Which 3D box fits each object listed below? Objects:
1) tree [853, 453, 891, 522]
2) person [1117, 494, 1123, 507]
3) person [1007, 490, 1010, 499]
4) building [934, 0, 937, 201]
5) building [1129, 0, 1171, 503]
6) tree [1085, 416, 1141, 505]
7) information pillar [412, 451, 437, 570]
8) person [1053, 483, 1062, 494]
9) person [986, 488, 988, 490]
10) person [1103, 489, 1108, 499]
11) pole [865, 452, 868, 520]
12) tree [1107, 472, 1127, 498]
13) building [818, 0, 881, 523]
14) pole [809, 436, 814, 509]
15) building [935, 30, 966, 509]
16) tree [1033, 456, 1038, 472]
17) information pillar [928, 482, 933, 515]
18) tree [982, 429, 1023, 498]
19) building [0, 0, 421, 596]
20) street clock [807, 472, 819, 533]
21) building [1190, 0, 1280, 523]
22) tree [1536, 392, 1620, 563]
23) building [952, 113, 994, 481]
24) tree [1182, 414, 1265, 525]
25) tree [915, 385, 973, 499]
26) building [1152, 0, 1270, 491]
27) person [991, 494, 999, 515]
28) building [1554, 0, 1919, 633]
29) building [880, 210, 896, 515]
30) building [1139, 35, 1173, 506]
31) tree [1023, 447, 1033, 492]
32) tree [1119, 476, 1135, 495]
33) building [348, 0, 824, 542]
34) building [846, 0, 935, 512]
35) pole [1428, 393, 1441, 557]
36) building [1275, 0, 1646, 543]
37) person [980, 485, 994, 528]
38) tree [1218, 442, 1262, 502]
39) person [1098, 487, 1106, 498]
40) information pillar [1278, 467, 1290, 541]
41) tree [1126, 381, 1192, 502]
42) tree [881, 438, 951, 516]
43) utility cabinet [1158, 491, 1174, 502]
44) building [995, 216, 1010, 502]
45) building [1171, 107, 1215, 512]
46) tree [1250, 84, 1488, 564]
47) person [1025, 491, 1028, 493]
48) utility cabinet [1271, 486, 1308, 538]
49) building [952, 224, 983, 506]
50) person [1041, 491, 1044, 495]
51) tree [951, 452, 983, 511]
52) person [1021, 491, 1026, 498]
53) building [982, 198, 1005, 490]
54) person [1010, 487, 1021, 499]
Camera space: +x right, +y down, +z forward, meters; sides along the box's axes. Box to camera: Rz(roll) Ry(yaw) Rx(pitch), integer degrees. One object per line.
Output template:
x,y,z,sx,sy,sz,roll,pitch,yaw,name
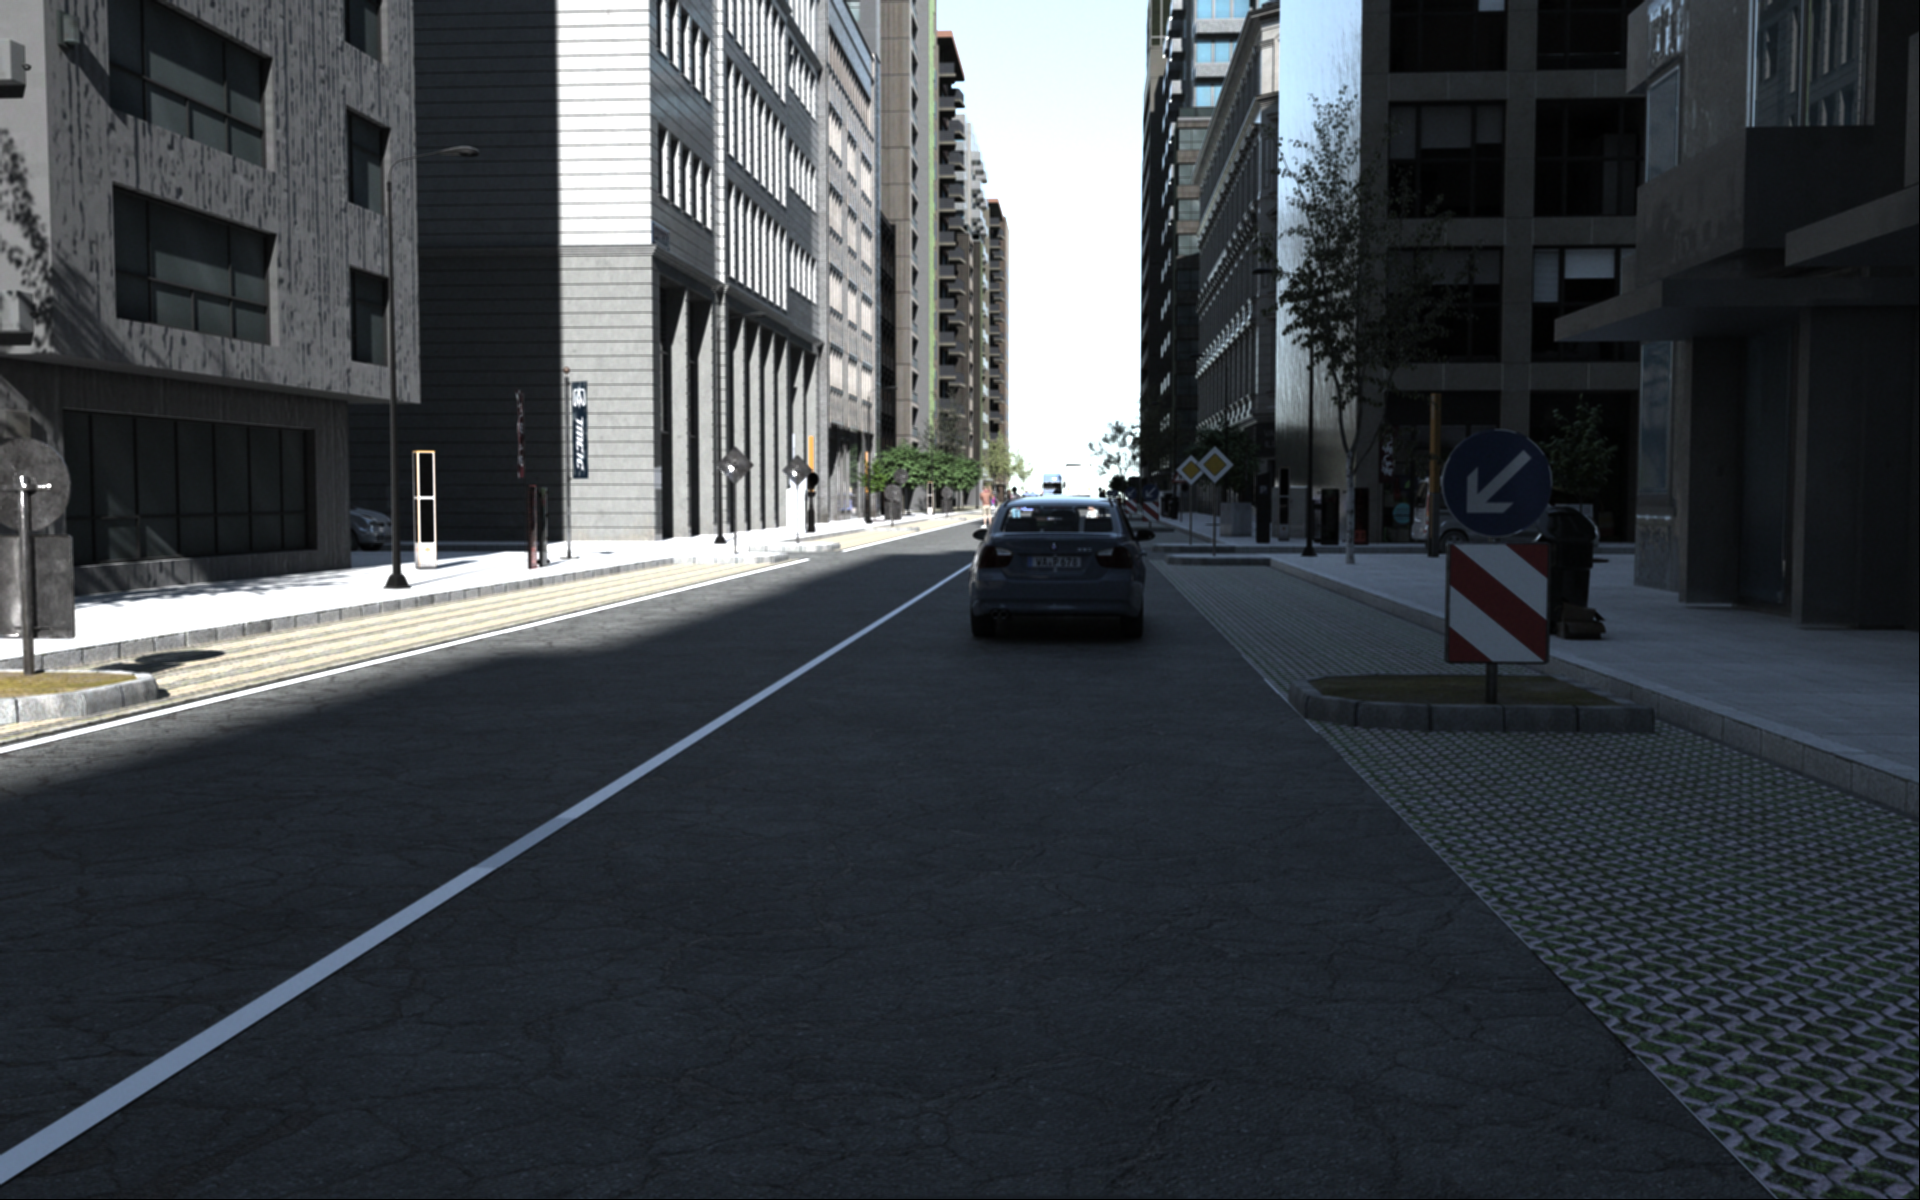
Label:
-3.905,-5.292,81.125,1.663,3.219,1.824,0,3,0,tree
11.724,-7.072,127.381,0.557,1.426,1.065,3,5,43,person
3.661,-7.162,126.308,0.721,1.735,1.217,0,4,-7,person
-9.323,-30.037,141.208,14.600,45.320,14.200,0,4,4,building
34.101,-49.091,240.889,20.563,71.187,20.611,0,4,4,building
19.276,-16.582,205.527,8.767,10.594,7.601,-3,5,-40,tree
-9.119,-1.530,29.506,0.304,2.012,0.304,-2,4,-31,information pillar
4.174,-3.950,72.449,0.474,1.900,0.648,-3,4,-37,person
1.877,-6.583,116.155,0.581,1.822,0.654,1,4,14,person
10.650,-7.303,127.933,0.705,1.821,1.348,-1,4,-16,person
-4.483,-5.489,83.590,0.158,3.312,0.155,0,3,0,pole
23.848,-16.925,260.439,4.285,4.588,4.351,0,3,0,tree
-11.082,-16.381,85.845,12.078,24.808,19.932,0,4,4,building
-5.230,-4.108,61.009,0.158,3.312,0.155,0,3,0,pole
-11.009,-31.087,162.893,22.147,44.769,28.867,0,4,4,building
9.204,-18.730,256.589,4.737,8.622,4.395,0,3,0,tree
-1.809,-6.142,104.910,0.304,2.012,0.304,0,4,-1,information pillar
3.973,-14.930,194.465,4.737,8.622,4.395,0,3,0,tree
-16.709,-15.572,26.298,14.107,30.474,14.160,0,4,4,building
-4.958,-3.247,57.652,0.471,2.002,0.358,-3,5,-40,street clock
22.534,-19.512,95.432,17.030,29.872,44.131,0,4,4,building
11.845,-2.346,32.957,1.663,3.219,1.824,0,3,0,tree
-7.963,-36.747,220.426,23.786,49.044,30.456,0,4,4,building
10.843,-5.369,71.504,4.285,4.588,4.351,0,3,0,tree
-1.044,-10.234,117.680,4.360,8.622,3.978,0,3,0,tree
29.426,-32.655,153.520,23.786,49.044,30.456,0,4,4,building
2.289,-6.682,120.970,0.991,1.433,0.599,1,4,22,person
18.080,-23.845,9.479,23.786,49.044,30.456,0,4,4,building
-10.841,-16.798,104.327,12.332,23.373,15.834,0,4,4,building
29.955,-34.029,180.078,21.300,48.544,21.600,0,4,4,building
5.813,-16.016,212.224,4.737,8.622,4.395,0,3,0,tree
18.152,-11.700,185.888,1.663,3.219,1.824,0,3,0,tree
-12.560,-17.334,60.908,11.434,29.767,29.804,0,4,4,building
-9.406,-27.109,126.819,14.154,41.232,14.086,0,4,4,building
9.622,-2.524,35.110,0.158,3.312,0.155,0,3,0,pole
27.943,-15.183,52.752,34.151,26.468,19.350,0,4,4,building
1.176,-3.987,73.661,0.573,1.828,0.580,3,5,39,person
10.292,-4.297,64.855,1.663,3.219,1.824,0,3,0,tree
8.542,-5.934,105.294,0.755,1.850,0.659,-1,4,-11,person
8.894,-2.632,47.522,0.304,2.012,0.304,1,4,11,information pillar
12.799,-9.893,112.113,4.360,8.622,3.978,0,3,0,tree
-3.194,-7.137,100.407,4.285,4.588,4.351,0,3,0,tree
13.924,-6.652,117.440,1.173,1.500,0.318,2,4,28,utility cabinet
0.546,-37.985,271.163,14.600,45.320,14.200,0,4,4,building
23.199,-22.051,132.234,14.160,30.474,14.107,0,4,4,building
7.196,-4.958,31.429,4.360,8.622,3.978,0,3,0,tree
6.470,-9.880,170.828,0.721,1.735,1.217,-1,4,-20,person
9.642,-2.556,50.471,1.173,1.500,0.318,3,5,45,utility cabinet
-4.969,-25.242,184.401,14.160,30.474,14.107,0,4,4,building
8.496,-10.308,177.590,0.434,1.755,0.990,2,4,29,person
-1.650,-7.909,113.018,4.285,4.588,4.351,0,3,0,tree
6.553,-10.018,173.026,1.217,1.736,0.721,1,4,12,person
-4.985,-36.416,250.026,22.147,44.769,28.867,0,4,4,building
2.176,-3.542,67.254,0.563,1.720,0.643,-2,4,-35,person
